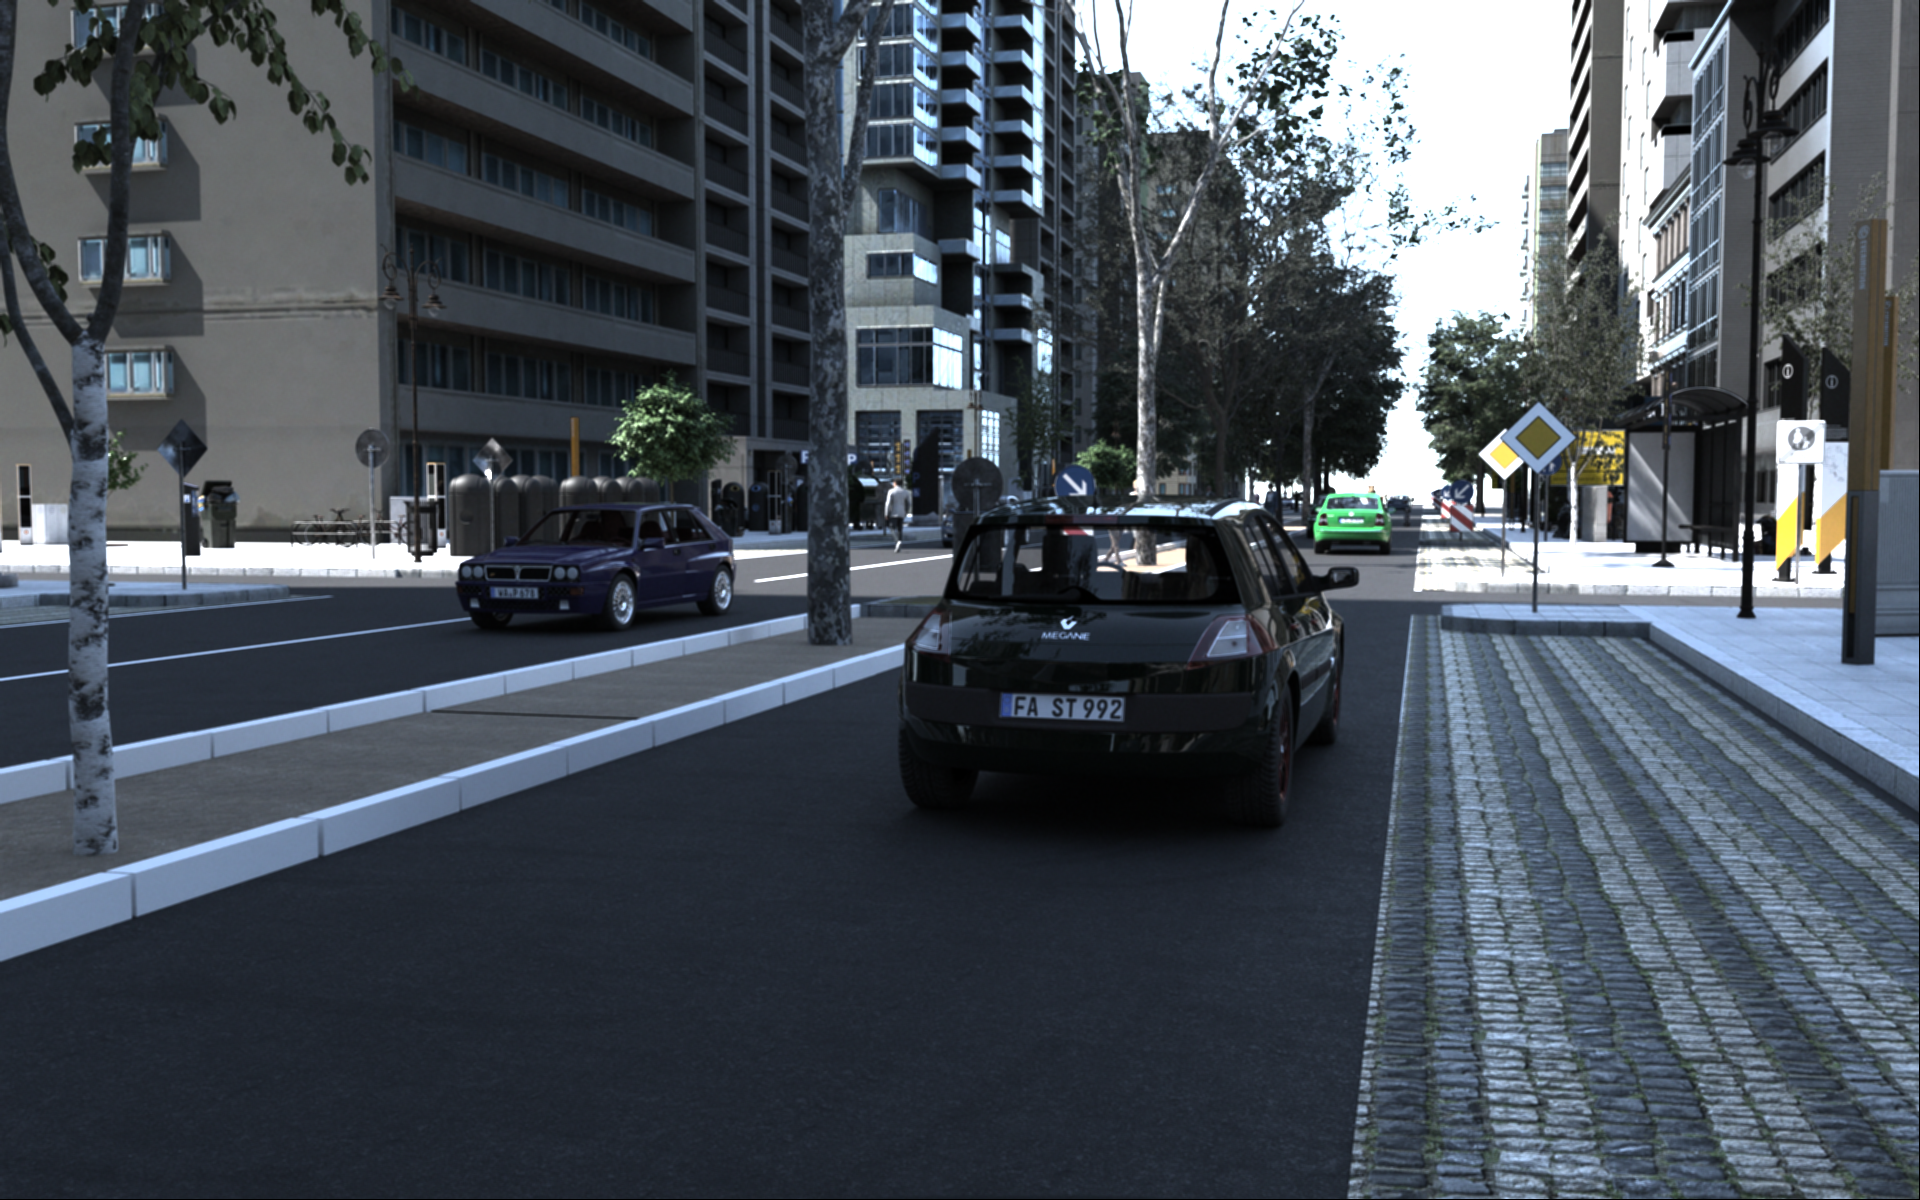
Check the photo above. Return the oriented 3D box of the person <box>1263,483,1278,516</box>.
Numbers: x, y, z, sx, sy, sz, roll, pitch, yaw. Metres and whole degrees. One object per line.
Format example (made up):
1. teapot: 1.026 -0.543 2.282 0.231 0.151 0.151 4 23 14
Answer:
1. person: 11.017 -3.224 61.239 0.654 1.822 0.581 -3 5 -41

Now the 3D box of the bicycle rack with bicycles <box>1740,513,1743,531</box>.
1. bicycle rack with bicycles: 26.114 -2.898 60.759 2.852 0.926 2.925 -1 4 -20

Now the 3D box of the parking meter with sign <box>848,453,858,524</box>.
1. parking meter with sign: -4.609 -4.813 74.951 0.543 3.016 1.738 0 4 2

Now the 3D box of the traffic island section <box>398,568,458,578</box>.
1. traffic island section: -8.371 -0.533 30.988 2.009 0.180 2.903 1 4 15

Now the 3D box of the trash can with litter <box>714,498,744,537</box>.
1. trash can with litter: -6.868 -2.467 51.724 0.624 1.170 1.055 1 4 14

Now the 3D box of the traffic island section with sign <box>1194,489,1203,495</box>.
1. traffic island section with sign: 17.565 -7.276 127.585 1.989 1.847 2.006 1 4 15

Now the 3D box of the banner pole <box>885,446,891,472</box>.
1. banner pole: -3.707 -6.062 89.134 0.401 3.779 0.863 -2 4 -28

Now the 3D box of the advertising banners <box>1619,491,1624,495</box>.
1. advertising banners: 35.918 -6.022 94.647 2.074 3.025 0.090 0 4 -3

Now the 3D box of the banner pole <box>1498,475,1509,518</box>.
1. banner pole: 28.804 -6.215 91.631 0.863 3.779 0.401 -1 4 -15

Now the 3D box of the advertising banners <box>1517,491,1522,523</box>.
1. advertising banners: 25.905 -4.977 77.566 2.074 3.025 0.090 -1 4 -16

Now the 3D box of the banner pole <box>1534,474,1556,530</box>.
1. banner pole: 21.089 -4.428 62.414 0.863 3.779 0.401 -1 4 -8

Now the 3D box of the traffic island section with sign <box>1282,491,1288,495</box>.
1. traffic island section with sign: 38.987 -12.156 207.372 1.989 1.847 2.006 1 4 15

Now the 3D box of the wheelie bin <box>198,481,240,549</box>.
1. wheelie bin: -17.467 -2.018 40.904 0.693 1.594 0.980 3 5 41

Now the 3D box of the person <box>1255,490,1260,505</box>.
1. person: 19.112 -6.253 111.648 0.530 1.710 0.541 -2 4 -30

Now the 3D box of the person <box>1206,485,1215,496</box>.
1. person: 9.735 -3.609 67.906 0.834 1.777 0.661 -2 4 -31

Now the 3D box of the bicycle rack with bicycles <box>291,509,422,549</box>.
1. bicycle rack with bicycles: -14.917 -1.746 41.928 2.925 0.926 2.852 1 4 16

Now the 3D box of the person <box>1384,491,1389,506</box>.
1. person: 51.296 -12.211 208.674 0.721 1.766 1.217 -3 5 -40

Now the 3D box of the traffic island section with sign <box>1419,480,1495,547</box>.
1. traffic island section with sign: 13.744 -2.402 47.897 1.989 1.847 2.006 1 4 15

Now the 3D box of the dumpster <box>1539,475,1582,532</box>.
1. dumpster: 20.659 -3.496 59.646 1.502 2.255 1.985 1 4 15

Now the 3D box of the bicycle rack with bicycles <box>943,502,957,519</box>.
1. bicycle rack with bicycles: -1.173 -4.198 82.016 2.852 0.926 2.925 2 4 23

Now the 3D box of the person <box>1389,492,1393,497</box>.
1. person: 46.939 -10.941 188.321 0.436 1.711 0.756 0 4 7

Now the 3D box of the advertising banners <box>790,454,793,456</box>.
1. advertising banners: -7.190 -4.935 76.877 0.090 3.025 2.074 1 4 21

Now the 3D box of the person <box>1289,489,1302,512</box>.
1. person: 26.839 -7.922 138.168 1.348 1.807 0.705 -2 4 -34

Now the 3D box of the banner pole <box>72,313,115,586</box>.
1. banner pole: -12.002 -2.068 23.834 0.401 3.779 0.863 0 4 -4

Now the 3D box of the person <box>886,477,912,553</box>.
1. person: -1.497 -2.097 42.627 0.661 1.843 0.795 -1 4 -23

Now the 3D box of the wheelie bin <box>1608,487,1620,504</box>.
1. wheelie bin: 31.124 -4.586 82.884 0.693 1.594 0.980 -1 4 -17

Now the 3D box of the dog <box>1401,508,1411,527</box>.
1. dog: 19.591 -3.636 76.291 0.800 0.831 0.513 -3 4 -36

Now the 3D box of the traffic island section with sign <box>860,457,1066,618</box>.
1. traffic island section with sign: 0.048 -0.769 20.714 2.006 1.907 1.989 1 4 15

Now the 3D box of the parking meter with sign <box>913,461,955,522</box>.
1. parking meter with sign: -1.059 -4.669 72.595 1.738 3.016 0.543 1 4 14

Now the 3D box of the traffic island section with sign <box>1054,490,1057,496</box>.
1. traffic island section with sign: 4.562 -4.313 79.150 1.989 1.847 2.006 1 4 15

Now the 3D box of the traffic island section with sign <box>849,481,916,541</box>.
1. traffic island section with sign: -2.424 -2.721 53.113 1.989 1.847 2.006 1 4 15

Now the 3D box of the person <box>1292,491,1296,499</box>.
1. person: 41.131 -12.482 212.577 1.348 1.824 0.705 3 4 37

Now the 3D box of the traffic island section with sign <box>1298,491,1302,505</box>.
1. traffic island section with sign: 45.962 -13.748 233.413 1.989 1.847 2.006 1 4 15

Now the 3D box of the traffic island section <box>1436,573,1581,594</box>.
1. traffic island section: 8.330 -0.259 26.517 2.009 0.180 2.903 1 4 15

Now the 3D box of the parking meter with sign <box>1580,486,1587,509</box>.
1. parking meter with sign: 28.081 -5.029 78.483 1.738 3.016 0.543 -2 4 -26

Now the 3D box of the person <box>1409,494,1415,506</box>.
1. person: 53.271 -11.784 204.355 0.799 1.438 0.628 1 4 15

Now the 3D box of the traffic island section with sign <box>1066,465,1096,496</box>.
1. traffic island section with sign: 1.978 -1.207 27.867 2.006 1.907 1.989 1 4 15

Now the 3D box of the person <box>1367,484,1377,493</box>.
1. person: 16.991 -3.859 71.565 0.573 1.828 0.580 -2 4 -32

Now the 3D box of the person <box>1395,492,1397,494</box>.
1. person: 55.614 -12.977 221.386 1.217 1.736 0.721 -3 5 -40

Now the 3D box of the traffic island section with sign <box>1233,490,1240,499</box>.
1. traffic island section with sign: 24.555 -8.872 153.681 1.989 1.847 2.006 1 4 15

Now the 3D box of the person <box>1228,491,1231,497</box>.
1. person: 23.046 -8.512 148.476 0.445 1.727 0.742 0 4 -4

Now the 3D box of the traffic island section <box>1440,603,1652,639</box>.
1. traffic island section: 6.260 0.213 18.804 2.009 0.180 2.903 1 4 15

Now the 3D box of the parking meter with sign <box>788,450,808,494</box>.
1. parking meter with sign: -6.535 -4.468 69.316 0.543 3.016 1.738 -2 4 -32

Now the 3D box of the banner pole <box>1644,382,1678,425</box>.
1. banner pole: 15.781 -2.993 38.945 0.863 3.779 0.401 2 4 29

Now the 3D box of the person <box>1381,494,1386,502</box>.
1. person: 48.679 -11.486 199.554 1.065 1.426 0.557 1 4 15

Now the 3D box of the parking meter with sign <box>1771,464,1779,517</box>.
1. parking meter with sign: 21.101 -2.924 44.061 0.543 3.016 1.738 0 4 7

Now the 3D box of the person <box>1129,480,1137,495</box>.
1. person: 4.460 -2.108 43.314 0.624 1.780 0.694 -3 4 -38

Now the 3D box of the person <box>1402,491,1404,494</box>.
1. person: 65.127 -15.033 254.305 1.348 1.823 0.705 -1 4 -16

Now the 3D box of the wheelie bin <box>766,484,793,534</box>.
1. wheelie bin: -5.828 -2.956 56.242 0.980 1.594 0.693 1 4 17

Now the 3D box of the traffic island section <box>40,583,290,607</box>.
1. traffic island section: -10.441 -0.061 23.275 2.009 0.180 2.903 1 4 15

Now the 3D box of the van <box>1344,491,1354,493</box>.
1. van: 48.953 -12.896 217.867 2.013 2.044 4.112 1 4 13
